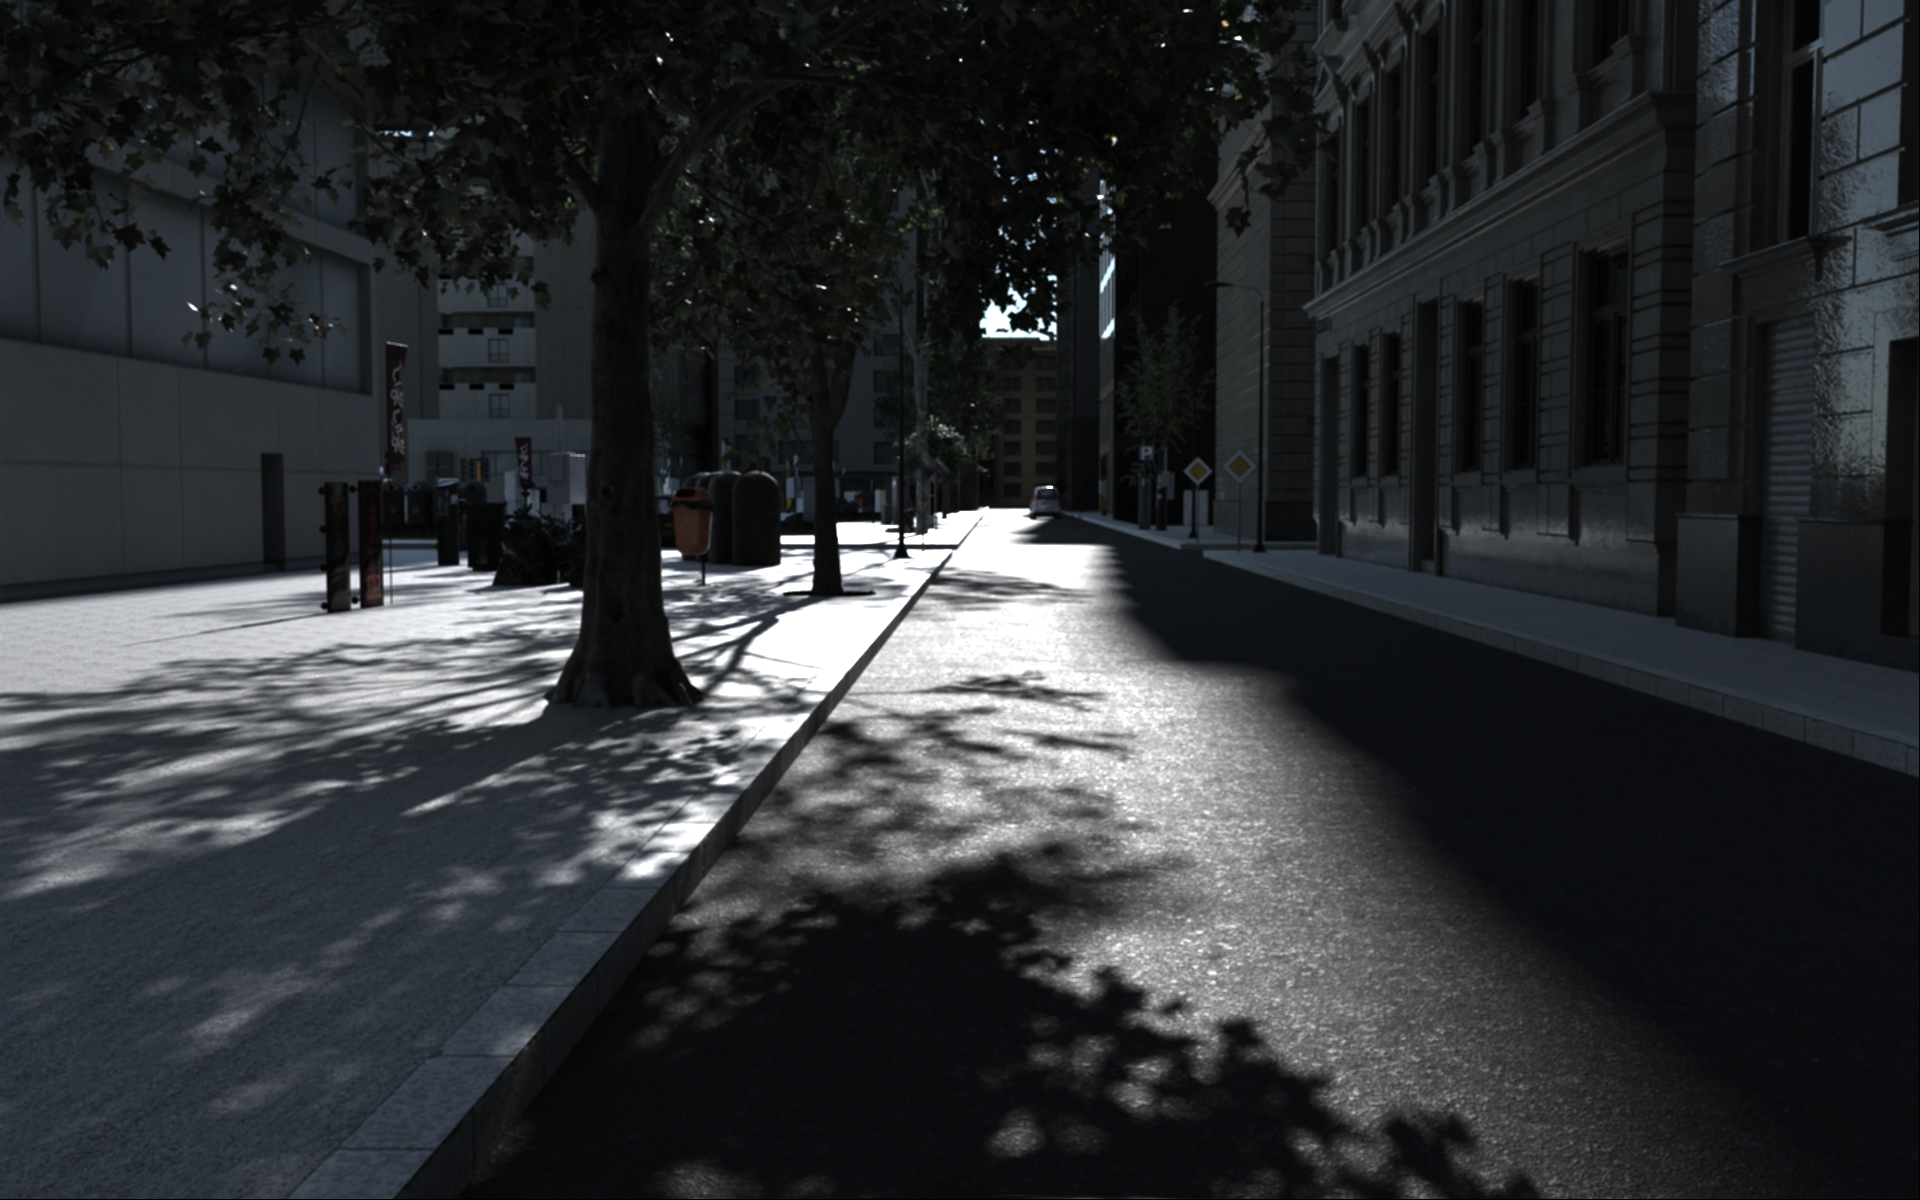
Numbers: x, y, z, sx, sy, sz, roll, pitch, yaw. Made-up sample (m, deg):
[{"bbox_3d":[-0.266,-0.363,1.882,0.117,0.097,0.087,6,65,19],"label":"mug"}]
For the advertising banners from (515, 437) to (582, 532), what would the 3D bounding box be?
[{"bbox_3d":[-12.695,-3.497,53.371,2.074,3.025,0.090,0,4,6],"label":"advertising banners"}]

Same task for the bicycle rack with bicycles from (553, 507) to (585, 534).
[{"bbox_3d":[-10.028,-2.124,48.103,2.925,0.926,2.852,-1,4,-21],"label":"bicycle rack with bicycles"}]

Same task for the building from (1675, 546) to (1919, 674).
[{"bbox_3d":[12.310,-12.631,3.782,12.463,27.353,25.104,0,4,1],"label":"building"}]

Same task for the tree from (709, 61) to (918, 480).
[{"bbox_3d":[-2.423,-4.792,28.709,4.737,8.622,4.395,0,3,0],"label":"tree"}]

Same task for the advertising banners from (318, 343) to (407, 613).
[{"bbox_3d":[-6.686,-1.429,19.558,0.090,3.025,2.074,1,4,8],"label":"advertising banners"}]

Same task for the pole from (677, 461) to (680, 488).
[{"bbox_3d":[-17.526,-6.975,107.891,0.158,3.312,0.155,0,3,0],"label":"pole"}]

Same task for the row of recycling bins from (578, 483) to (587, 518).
[{"bbox_3d":[-13.831,-3.622,66.335,1.069,1.692,3.534,3,5,40],"label":"row of recycling bins"}]

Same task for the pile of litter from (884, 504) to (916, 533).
[{"bbox_3d":[-1.878,-2.633,57.011,1.176,0.858,1.719,-1,4,-16],"label":"pile of litter"}]

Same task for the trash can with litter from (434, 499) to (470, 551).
[{"bbox_3d":[-11.475,-1.687,38.972,1.055,1.170,0.624,3,4,38],"label":"trash can with litter"}]

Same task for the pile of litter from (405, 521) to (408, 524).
[{"bbox_3d":[-20.053,-3.032,63.545,1.176,0.858,1.719,3,4,38],"label":"pile of litter"}]

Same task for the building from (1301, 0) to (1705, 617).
[{"bbox_3d":[12.461,-11.673,27.014,11.583,22.565,21.152,0,4,1],"label":"building"}]

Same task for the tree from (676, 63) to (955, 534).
[{"bbox_3d":[-2.441,-12.238,55.972,12.611,20.169,13.585,0,3,0],"label":"tree"}]

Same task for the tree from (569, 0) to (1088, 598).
[{"bbox_3d":[-1.596,-5.873,21.781,9.928,11.665,9.643,0,3,0],"label":"tree"}]

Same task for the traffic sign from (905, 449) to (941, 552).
[{"bbox_3d":[-0.815,-2.115,38.215,0.795,2.450,0.064,0,4,1],"label":"traffic sign"}]

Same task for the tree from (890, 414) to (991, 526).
[{"bbox_3d":[-1.002,-5.294,70.278,4.285,4.588,4.351,0,3,0],"label":"tree"}]

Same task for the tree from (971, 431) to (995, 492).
[{"bbox_3d":[1.763,-14.087,180.685,4.360,8.622,3.978,0,3,0],"label":"tree"}]

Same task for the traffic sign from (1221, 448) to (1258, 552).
[{"bbox_3d":[6.127,-2.103,38.034,0.795,2.450,0.064,0,4,1],"label":"traffic sign"}]

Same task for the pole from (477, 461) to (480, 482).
[{"bbox_3d":[-30.023,-6.987,108.076,0.158,3.312,0.155,0,3,0],"label":"pole"}]

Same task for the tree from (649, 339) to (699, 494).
[{"bbox_3d":[-13.286,-7.714,76.486,4.360,8.622,3.978,0,3,0],"label":"tree"}]

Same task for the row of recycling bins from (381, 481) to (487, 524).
[{"bbox_3d":[-16.240,-2.828,53.344,3.534,1.692,1.069,1,4,10],"label":"row of recycling bins"}]

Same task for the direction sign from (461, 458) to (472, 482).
[{"bbox_3d":[-31.231,-7.219,110.029,0.876,3.537,0.379,-2,4,-25],"label":"direction sign"}]

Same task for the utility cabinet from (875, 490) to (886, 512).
[{"bbox_3d":[-3.999,-4.791,87.019,0.318,1.500,1.173,-1,4,-16],"label":"utility cabinet"}]

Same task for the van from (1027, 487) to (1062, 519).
[{"bbox_3d":[4.951,-5.740,100.857,2.013,2.044,4.112,0,4,-1],"label":"van"}]

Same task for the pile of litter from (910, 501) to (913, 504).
[{"bbox_3d":[-2.875,-5.009,95.868,1.719,0.858,1.176,1,4,16],"label":"pile of litter"}]

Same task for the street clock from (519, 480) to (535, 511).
[{"bbox_3d":[-15.486,-3.498,61.762,0.358,2.002,0.471,1,4,13],"label":"street clock"}]

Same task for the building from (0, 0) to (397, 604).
[{"bbox_3d":[-23.440,-26.371,20.399,27.495,52.752,28.713,0,4,1],"label":"building"}]

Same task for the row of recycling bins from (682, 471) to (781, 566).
[{"bbox_3d":[-4.337,-1.543,32.343,1.069,1.692,3.534,-2,4,-28],"label":"row of recycling bins"}]

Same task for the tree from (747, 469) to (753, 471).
[{"bbox_3d":[-14.854,-7.641,119.536,1.663,3.219,1.824,0,3,0],"label":"tree"}]

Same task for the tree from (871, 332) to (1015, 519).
[{"bbox_3d":[-0.979,-9.443,88.799,8.767,10.594,7.601,2,4,27],"label":"tree"}]

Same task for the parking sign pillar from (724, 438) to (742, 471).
[{"bbox_3d":[-10.886,-5.797,83.253,1.447,3.967,1.447,1,4,16],"label":"parking sign pillar"}]

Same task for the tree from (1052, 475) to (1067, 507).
[{"bbox_3d":[9.894,-10.894,172.717,1.663,3.219,1.824,0,3,0],"label":"tree"}]

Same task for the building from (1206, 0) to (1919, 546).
[{"bbox_3d":[20.477,-15.536,51.284,25.104,27.353,12.463,0,4,1],"label":"building"}]

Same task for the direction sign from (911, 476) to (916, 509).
[{"bbox_3d":[-2.583,-6.541,98.941,0.379,3.537,0.876,2,4,24],"label":"direction sign"}]

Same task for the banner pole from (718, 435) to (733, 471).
[{"bbox_3d":[-10.056,-5.145,74.145,0.863,3.779,0.401,-2,4,-30],"label":"banner pole"}]

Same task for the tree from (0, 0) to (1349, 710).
[{"bbox_3d":[-2.030,-5.706,10.305,9.611,12.733,9.660,0,3,0],"label":"tree"}]

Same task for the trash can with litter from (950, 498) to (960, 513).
[{"bbox_3d":[-0.564,-6.332,114.915,1.055,1.170,0.624,-2,4,-29],"label":"trash can with litter"}]

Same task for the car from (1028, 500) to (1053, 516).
[{"bbox_3d":[5.324,-6.173,110.516,1.945,1.707,3.694,0,4,1],"label":"car"}]

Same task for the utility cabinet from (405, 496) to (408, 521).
[{"bbox_3d":[-23.330,-3.872,74.472,1.020,1.237,0.306,0,4,-4],"label":"utility cabinet"}]

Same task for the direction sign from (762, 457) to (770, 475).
[{"bbox_3d":[-11.872,-6.990,106.289,0.379,3.537,0.876,2,4,25],"label":"direction sign"}]

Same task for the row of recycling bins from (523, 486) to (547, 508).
[{"bbox_3d":[-26.757,-6.370,111.267,3.534,1.692,1.069,3,4,38],"label":"row of recycling bins"}]

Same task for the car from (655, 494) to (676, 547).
[{"bbox_3d":[-6.504,-1.961,41.852,4.222,1.686,2.009,0,4,2],"label":"car"}]

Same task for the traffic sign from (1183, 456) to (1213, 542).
[{"bbox_3d":[6.312,-2.592,46.017,0.795,2.450,0.064,0,4,1],"label":"traffic sign"}]

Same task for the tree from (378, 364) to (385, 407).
[{"bbox_3d":[-23.393,-6.933,63.714,4.360,8.622,3.978,0,3,0],"label":"tree"}]

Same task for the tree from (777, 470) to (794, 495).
[{"bbox_3d":[-11.976,-7.749,121.290,1.663,3.219,1.824,0,3,0],"label":"tree"}]

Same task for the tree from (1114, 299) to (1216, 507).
[{"bbox_3d":[7.674,-7.098,66.414,4.737,8.622,4.395,0,3,0],"label":"tree"}]

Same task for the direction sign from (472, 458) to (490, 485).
[{"bbox_3d":[-30.212,-7.202,109.755,0.876,3.537,0.379,-3,5,-41],"label":"direction sign"}]

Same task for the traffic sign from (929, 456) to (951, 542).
[{"bbox_3d":[-0.630,-2.603,46.198,0.795,2.450,0.064,0,4,1],"label":"traffic sign"}]
